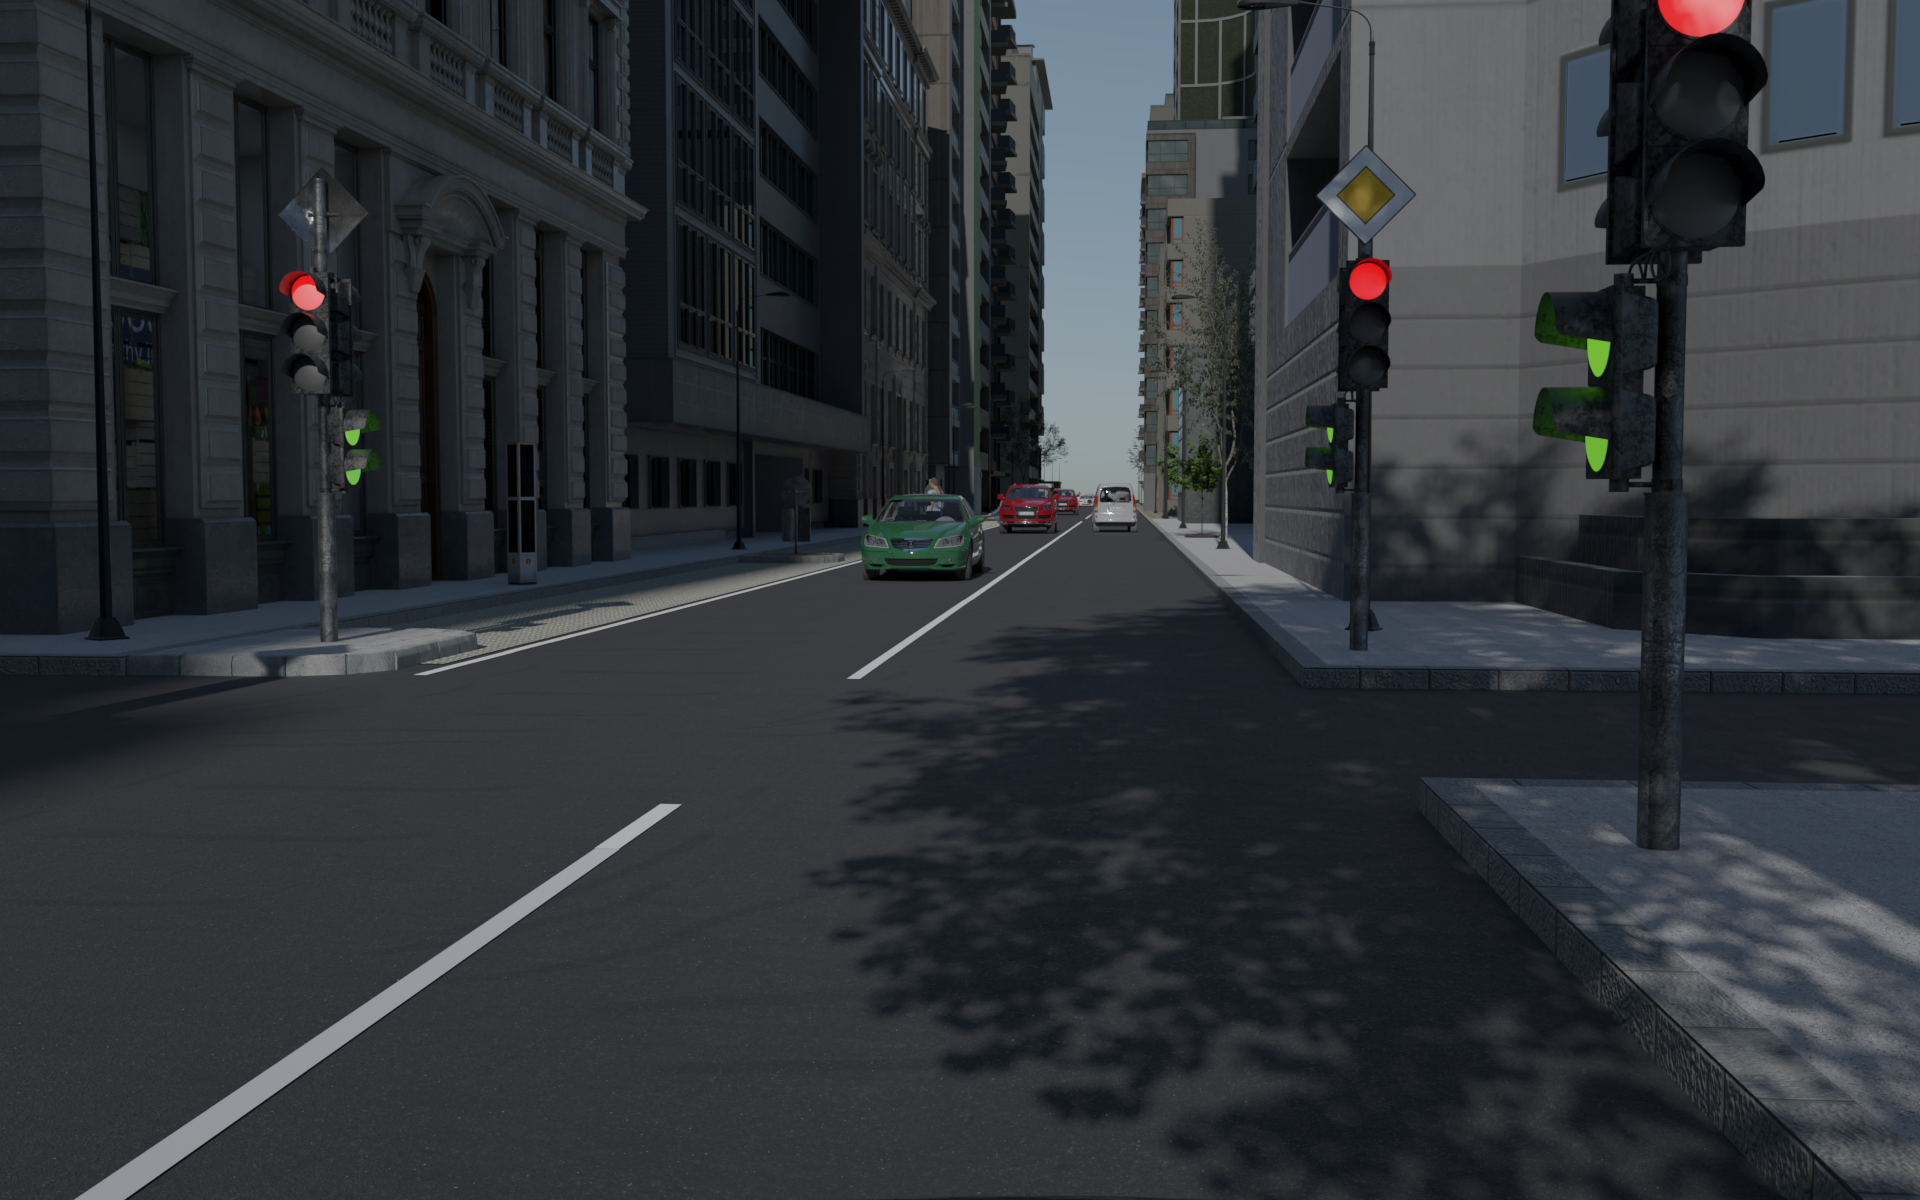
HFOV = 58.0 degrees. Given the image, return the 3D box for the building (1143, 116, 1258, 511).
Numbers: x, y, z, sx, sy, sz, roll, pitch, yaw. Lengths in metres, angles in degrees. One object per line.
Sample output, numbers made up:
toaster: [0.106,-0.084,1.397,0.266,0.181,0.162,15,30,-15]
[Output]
building: [21.585,-22.315,136.558,14.160,30.474,14.107,0,4,5]

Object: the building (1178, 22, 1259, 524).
building: [20.452,-46.118,66.693,22.319,86.520,31.000,0,4,5]

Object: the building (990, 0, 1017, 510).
building: [-6.856,-29.732,140.746,22.147,44.769,28.867,0,4,5]

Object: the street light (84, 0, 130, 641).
street light: [-6.997,-2.601,15.065,1.470,5.913,1.316,0,4,5]

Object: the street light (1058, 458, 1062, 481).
street light: [12.381,-15.283,222.418,1.470,5.913,1.316,0,4,5]

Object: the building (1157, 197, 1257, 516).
building: [27.246,-16.496,114.750,27.650,21.520,28.899,0,4,5]

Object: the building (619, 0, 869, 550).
building: [-11.783,-14.127,50.051,14.314,24.678,30.058,0,4,5]

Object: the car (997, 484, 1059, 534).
car: [2.567,-3.405,64.347,2.281,1.827,5.304,0,4,5]

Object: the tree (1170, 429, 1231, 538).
tree: [7.149,-3.459,51.161,1.663,3.219,1.824,0,3,0]

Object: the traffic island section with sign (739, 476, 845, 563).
traffic island section with sign: [-3.496,-1.711,36.598,1.989,1.847,2.006,0,4,5]

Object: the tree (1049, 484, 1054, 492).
tree: [13.608,-15.582,249.369,1.663,3.219,1.824,0,3,0]

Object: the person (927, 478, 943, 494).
person: [-0.543,-1.936,40.240,0.616,1.811,0.778,-3,4,-38]

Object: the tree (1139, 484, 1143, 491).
tree: [19.147,-11.103,176.138,1.663,3.219,1.824,0,3,0]

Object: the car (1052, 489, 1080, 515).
car: [7.100,-6.752,119.070,2.281,1.827,5.304,0,4,4]

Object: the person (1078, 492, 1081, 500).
person: [17.047,-14.528,246.697,0.551,1.740,0.621,-3,5,-42]

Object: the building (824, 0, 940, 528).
building: [-8.349,-17.128,77.300,12.463,27.353,25.104,0,4,5]

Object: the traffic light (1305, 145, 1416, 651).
traffic light: [3.261,-1.542,14.136,0.839,4.253,0.868,0,4,5]

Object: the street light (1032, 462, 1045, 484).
street light: [7.872,-12.329,174.123,1.470,5.913,1.316,0,4,5]

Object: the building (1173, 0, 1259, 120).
building: [27.061,-43.667,152.208,20.563,71.187,20.611,0,4,5]

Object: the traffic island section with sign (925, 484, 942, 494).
traffic island section with sign: [-0.955,-3.375,63.804,1.989,1.847,2.006,0,4,5]

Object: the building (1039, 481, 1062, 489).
building: [-2.393,-33.264,235.740,32.217,40.220,23.993,0,4,5]

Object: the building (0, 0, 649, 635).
building: [-12.099,-11.974,24.652,11.050,23.489,19.941,0,4,5]

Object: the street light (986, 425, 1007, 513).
street light: [2.472,-8.812,116.621,1.470,5.913,1.316,0,4,5]

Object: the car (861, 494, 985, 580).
car: [-0.586,-1.132,30.303,2.131,1.459,4.920,0,4,5]

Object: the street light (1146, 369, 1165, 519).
street light: [7.770,-5.619,64.411,1.470,5.913,1.316,0,4,5]

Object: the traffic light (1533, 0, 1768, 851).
traffic light: [2.520,-1.056,6.186,0.839,4.253,0.868,0,4,5]

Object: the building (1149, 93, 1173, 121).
building: [33.019,-35.593,205.647,21.300,48.544,21.600,0,4,5]

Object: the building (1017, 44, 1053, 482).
building: [-3.635,-37.947,209.666,28.713,52.752,27.495,0,4,5]

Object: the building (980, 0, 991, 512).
building: [-9.374,-30.075,115.424,21.300,48.544,21.600,0,4,5]

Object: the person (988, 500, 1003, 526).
person: [1.761,-3.949,78.559,1.012,1.151,0.738,-2,4,-27]

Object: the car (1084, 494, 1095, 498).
car: [16.702,-13.000,224.349,2.131,1.459,4.920,0,4,5]

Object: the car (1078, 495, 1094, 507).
car: [14.294,-11.204,195.548,2.083,1.381,4.827,0,4,5]

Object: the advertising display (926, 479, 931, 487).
advertising display: [-1.374,-4.333,76.065,0.123,1.923,0.974,0,4,4]

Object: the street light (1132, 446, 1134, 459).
street light: [14.994,-10.310,141.113,1.470,5.913,1.316,0,4,5]

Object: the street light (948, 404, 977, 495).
street light: [0.222,-7.278,91.540,1.470,5.913,1.316,0,4,5]

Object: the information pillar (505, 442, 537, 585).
information pillar: [-6.195,-1.222,24.475,0.304,2.012,0.304,3,5,41]

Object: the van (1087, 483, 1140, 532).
van: [5.878,-3.618,66.160,2.013,2.044,4.112,0,4,3]

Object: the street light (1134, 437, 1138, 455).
street light: [12.655,-8.814,116.650,1.470,5.913,1.316,0,4,5]

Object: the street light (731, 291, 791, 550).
street light: [-4.572,-4.116,39.833,1.470,5.913,1.316,0,4,5]

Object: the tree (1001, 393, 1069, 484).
tree: [5.990,-13.736,158.989,8.767,10.594,7.601,1,4,9]

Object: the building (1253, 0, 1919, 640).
building: [18.951,-29.366,22.138,28.212,58.520,21.231,0,4,5]

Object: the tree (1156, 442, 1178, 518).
tree: [12.398,-6.820,95.214,4.285,4.588,4.351,0,3,0]

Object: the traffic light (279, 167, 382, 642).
traffic light: [-5.464,-1.591,14.930,0.839,4.253,0.868,0,4,5]

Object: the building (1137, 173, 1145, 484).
building: [34.920,-35.245,230.882,22.147,44.769,28.867,0,4,5]

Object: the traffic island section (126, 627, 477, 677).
traffic island section: [-5.503,0.441,15.069,2.009,0.180,2.903,0,4,5]

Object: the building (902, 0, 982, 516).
building: [-6.346,-25.293,97.128,14.154,41.232,14.086,0,4,5]

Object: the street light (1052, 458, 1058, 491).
street light: [10.191,-13.810,198.329,1.470,5.913,1.316,0,4,5]

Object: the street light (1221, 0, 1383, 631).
street light: [3.277,-2.673,16.243,1.470,5.913,1.316,0,4,5]

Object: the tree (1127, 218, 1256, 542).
tree: [6.959,-5.840,45.851,4.360,8.622,3.978,0,3,0]

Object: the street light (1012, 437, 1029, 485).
street light: [4.788,-10.285,140.698,1.470,5.913,1.316,0,4,5]

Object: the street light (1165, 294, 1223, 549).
street light: [5.604,-4.145,40.320,1.470,5.913,1.316,0,4,5]

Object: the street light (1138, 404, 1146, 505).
street light: [10.311,-7.293,91.784,1.470,5.913,1.316,0,4,5]

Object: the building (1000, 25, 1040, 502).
building: [-2.694,-34.313,184.719,21.300,48.544,21.600,0,4,5]

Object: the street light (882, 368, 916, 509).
street light: [-2.317,-5.604,64.164,1.470,5.913,1.316,0,4,5]
